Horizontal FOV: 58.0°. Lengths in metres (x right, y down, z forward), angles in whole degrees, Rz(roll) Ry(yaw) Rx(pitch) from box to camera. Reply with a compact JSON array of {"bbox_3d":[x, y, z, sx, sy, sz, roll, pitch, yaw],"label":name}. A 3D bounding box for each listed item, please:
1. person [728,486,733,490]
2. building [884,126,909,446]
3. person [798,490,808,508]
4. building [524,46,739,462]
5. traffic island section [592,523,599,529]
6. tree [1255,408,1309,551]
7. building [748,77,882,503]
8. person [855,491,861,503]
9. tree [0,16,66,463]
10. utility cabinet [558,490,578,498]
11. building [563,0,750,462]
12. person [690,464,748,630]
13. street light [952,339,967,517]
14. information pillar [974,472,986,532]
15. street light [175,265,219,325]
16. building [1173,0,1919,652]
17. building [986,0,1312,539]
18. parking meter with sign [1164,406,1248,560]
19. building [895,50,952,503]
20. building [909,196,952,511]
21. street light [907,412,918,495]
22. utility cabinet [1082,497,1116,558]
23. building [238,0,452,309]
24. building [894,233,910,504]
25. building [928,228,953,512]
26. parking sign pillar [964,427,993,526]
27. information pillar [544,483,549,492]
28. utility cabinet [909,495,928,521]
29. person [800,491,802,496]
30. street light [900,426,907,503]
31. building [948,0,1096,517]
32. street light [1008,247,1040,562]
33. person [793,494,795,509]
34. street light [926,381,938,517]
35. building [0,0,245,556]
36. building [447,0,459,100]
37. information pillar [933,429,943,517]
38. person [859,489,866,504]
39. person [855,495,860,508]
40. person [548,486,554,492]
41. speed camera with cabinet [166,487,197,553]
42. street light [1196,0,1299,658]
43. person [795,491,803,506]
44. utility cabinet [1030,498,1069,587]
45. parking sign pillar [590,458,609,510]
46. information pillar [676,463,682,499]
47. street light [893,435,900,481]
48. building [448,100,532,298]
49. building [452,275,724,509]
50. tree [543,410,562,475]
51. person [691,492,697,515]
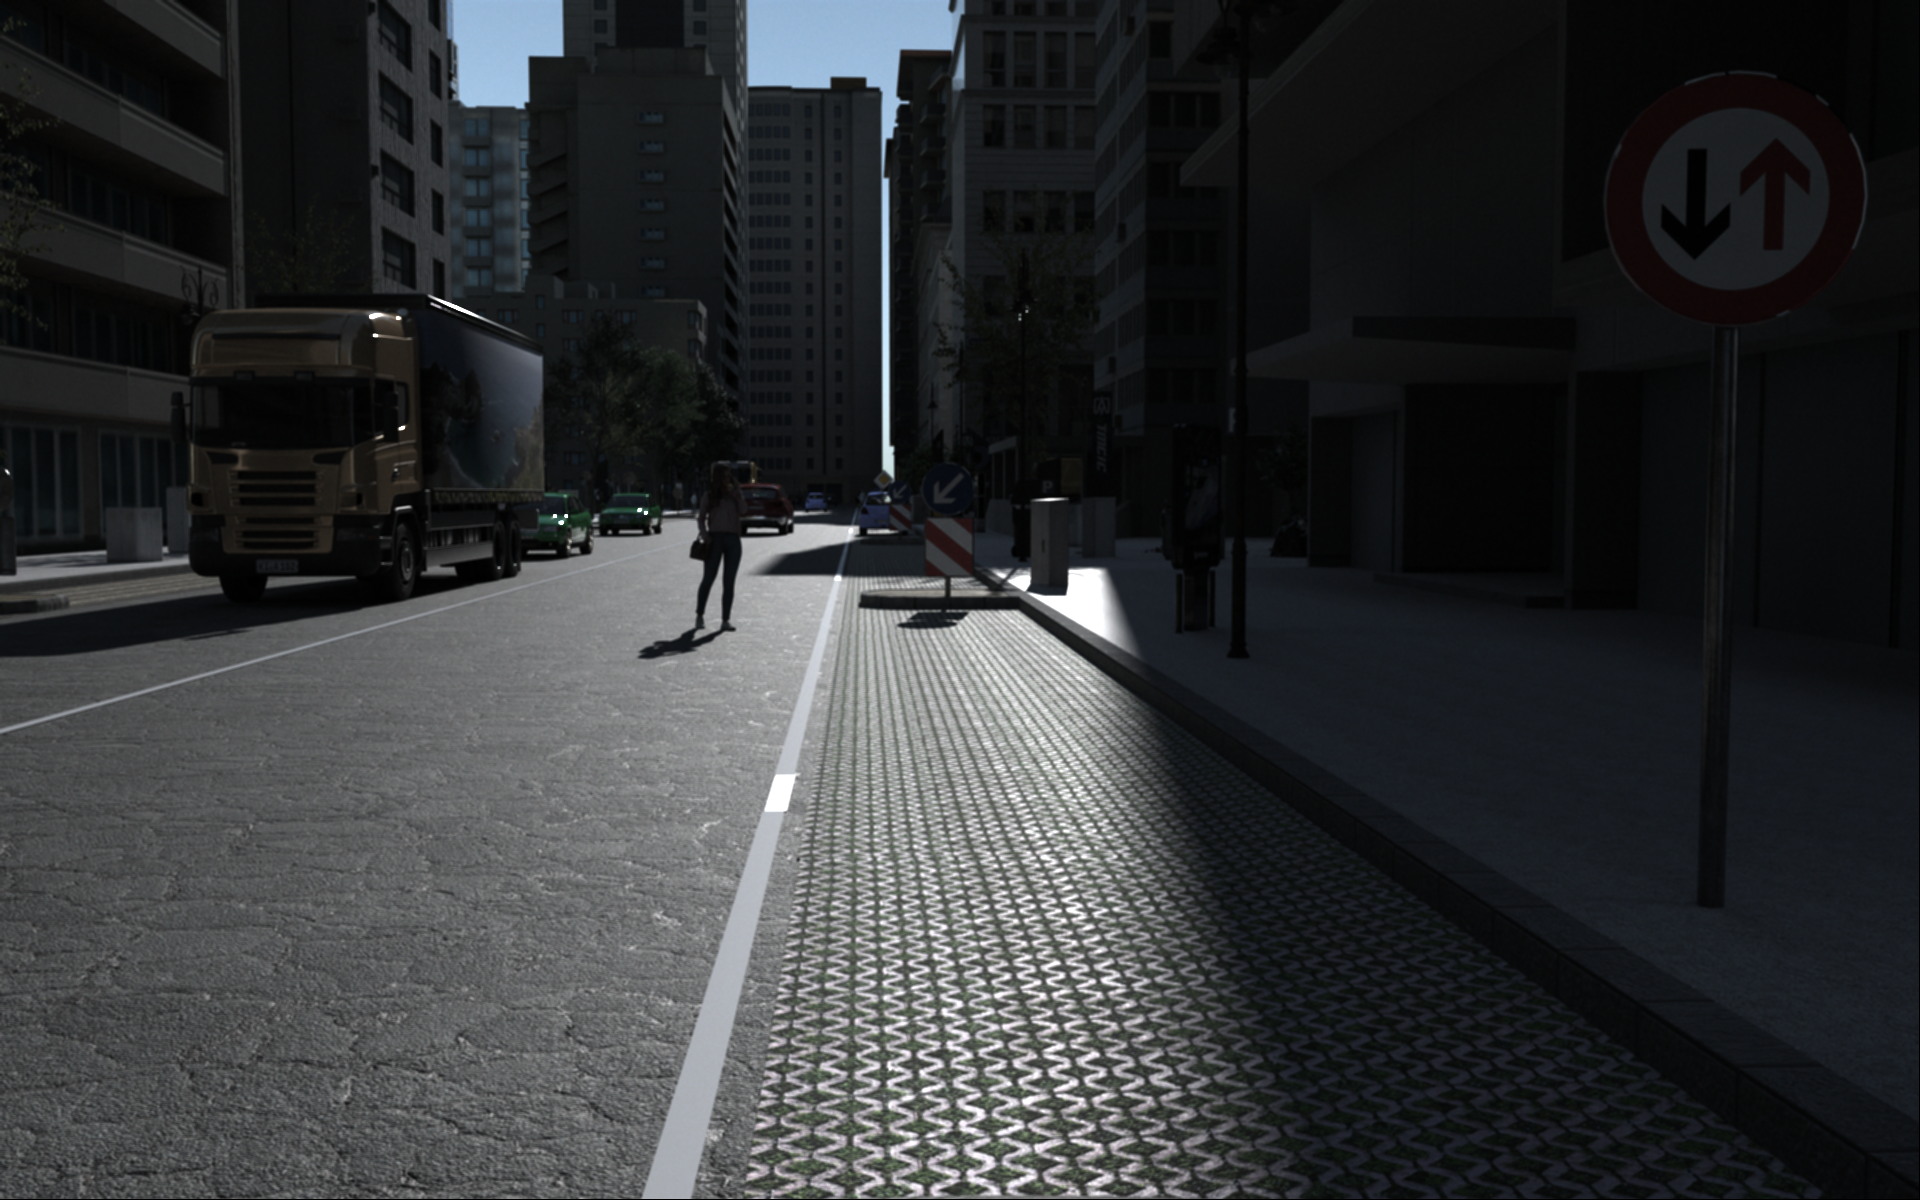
[{"bbox_3d":[-10.393,-4.269,78.469,0.661,1.801,0.590,1,4,15],"label":"person"},{"bbox_3d":[2.828,-40.627,253.488,27.495,52.752,28.713,0,4,-3],"label":"building"},{"bbox_3d":[-15.529,-10.088,173.529,1.350,1.814,0.705,0,4,-1],"label":"person"},{"bbox_3d":[-36.065,-34.768,192.154,21.300,48.544,21.600,0,4,-3],"label":"building"},{"bbox_3d":[-15.742,-3.461,78.872,2.009,0.180,2.903,0,4,-3],"label":"traffic island section"},{"bbox_3d":[7.449,-2.721,39.088,1.663,3.219,1.824,0,3,0],"label":"tree"},{"bbox_3d":[-25.291,-43.156,247.604,28.212,58.520,21.231,0,4,-3],"label":"building"},{"bbox_3d":[-11.164,-11.304,193.287,1.348,1.831,0.705,2,4,24],"label":"person"},{"bbox_3d":[-14.935,-4.570,25.076,4.360,8.622,3.978,0,3,0],"label":"tree"},{"bbox_3d":[-24.115,-5.990,106.618,1.173,1.500,0.318,0,4,4],"label":"utility cabinet"},{"bbox_3d":[-37.353,-47.635,217.080,20.611,71.187,20.563,0,4,-3],"label":"building"},{"bbox_3d":[-2.581,-0.566,18.345,0.593,1.750,0.643,-1,4,-20],"label":"person"},{"bbox_3d":[0.039,-4.834,51.817,0.468,5.910,1.993,0,4,-3],"label":"street light"},{"bbox_3d":[0.661,-3.273,57.999,0.304,2.012,0.304,-1,4,-22],"label":"information pillar"},{"bbox_3d":[-15.340,-3.813,35.130,0.468,5.910,1.993,0,4,-3],"label":"street light"},{"bbox_3d":[17.889,-26.190,17.448,28.713,52.752,27.495,0,4,-3],"label":"building"},{"bbox_3d":[17.417,-22.281,56.177,32.217,40.220,23.993,0,4,-3],"label":"building"},{"bbox_3d":[4.799,-2.303,33.907,1.738,3.016,0.543,-2,4,-34],"label":"parking meter with sign"},{"bbox_3d":[4.820,-31.587,171.068,22.147,44.769,28.867,0,4,-3],"label":"building"},{"bbox_3d":[4.365,-18.755,139.931,16.112,22.955,30.059,0,4,-3],"label":"building"},{"bbox_3d":[-2.551,-7.562,96.420,0.468,5.910,1.993,0,4,-3],"label":"street light"},{"bbox_3d":[2.818,-1.469,35.185,0.306,1.237,1.020,2,4,29],"label":"utility cabinet"},{"bbox_3d":[-26.160,-17.735,61.667,14.107,30.474,14.160,0,4,-3],"label":"building"},{"bbox_3d":[-0.400,-25.809,193.671,14.160,30.474,14.107,0,4,-3],"label":"building"},{"bbox_3d":[3.399,-16.009,116.502,10.420,20.320,16.860,0,4,-3],"label":"building"},{"bbox_3d":[0.819,-4.950,69.401,1.447,3.967,1.447,2,4,27],"label":"parking sign pillar"},{"bbox_3d":[-27.303,-6.717,114.320,0.304,2.012,0.304,-1,4,-21],"label":"information pillar"},{"bbox_3d":[-1.945,-4.348,82.255,0.306,1.237,1.020,3,5,42],"label":"utility cabinet"},{"bbox_3d":[-20.814,-13.325,226.456,1.348,1.812,0.705,0,4,1],"label":"person"},{"bbox_3d":[-3.582,-8.732,115.555,0.468,5.910,1.993,0,4,-3],"label":"street light"},{"bbox_3d":[14.603,-18.862,85.882,29.804,29.767,11.434,0,4,-3],"label":"building"},{"bbox_3d":[1.190,-3.664,32.689,0.468,5.910,1.993,0,4,-3],"label":"street light"},{"bbox_3d":[-15.685,-9.305,163.897,0.557,1.426,1.065,0,4,-4],"label":"person"},{"bbox_3d":[-1.137,-6.003,70.943,0.468,5.910,1.993,0,4,-3],"label":"street light"},{"bbox_3d":[-29.110,-25.098,34.053,21.300,48.544,21.600,0,4,-3],"label":"building"},{"bbox_3d":[-83.812,-56.938,243.605,31.000,86.520,22.319,0,4,-3],"label":"building"},{"bbox_3d":[-0.777,-4.353,62.527,0.183,3.616,0.504,-3,5,-42],"label":"information pillar"},{"bbox_3d":[-8.543,-8.829,152.726,0.514,1.842,0.818,-3,5,-43],"label":"person"},{"bbox_3d":[-10.726,-10.488,183.162,0.799,1.438,0.628,1,4,15],"label":"person"},{"bbox_3d":[-17.635,-4.052,75.085,0.374,1.781,0.599,-3,5,-39],"label":"person"},{"bbox_3d":[-16.708,-2.706,38.575,0.660,3.252,2.038,1,4,19],"label":"speed camera with cabinet"},{"bbox_3d":[2.184,-2.485,13.418,0.468,5.910,1.993,0,4,-3],"label":"street light"},{"bbox_3d":[-19.498,-12.290,209.530,1.350,1.814,0.705,-2,4,-25],"label":"person"},{"bbox_3d":[1.256,-0.815,24.492,0.306,1.237,1.020,-1,4,-13],"label":"utility cabinet"},{"bbox_3d":[-26.979,-8.636,129.669,1.447,3.967,1.447,0,4,-7],"label":"parking sign pillar"},{"bbox_3d":[-21.425,-8.611,132.138,0.504,3.616,0.183,-2,4,-34],"label":"information pillar"},{"bbox_3d":[-4.767,-9.902,134.680,0.468,5.910,1.993,0,4,-3],"label":"street light"},{"bbox_3d":[-63.509,-36.340,213.764,30.456,49.044,23.786,0,4,-3],"label":"building"},{"bbox_3d":[-37.811,-19.715,167.379,27.650,21.520,28.899,0,4,-3],"label":"building"},{"bbox_3d":[-34.133,-11.546,139.133,4.360,8.622,3.978,0,3,0],"label":"tree"},{"bbox_3d":[-18.177,-6.623,118.593,0.330,1.601,0.589,-3,4,-37],"label":"person"}]
